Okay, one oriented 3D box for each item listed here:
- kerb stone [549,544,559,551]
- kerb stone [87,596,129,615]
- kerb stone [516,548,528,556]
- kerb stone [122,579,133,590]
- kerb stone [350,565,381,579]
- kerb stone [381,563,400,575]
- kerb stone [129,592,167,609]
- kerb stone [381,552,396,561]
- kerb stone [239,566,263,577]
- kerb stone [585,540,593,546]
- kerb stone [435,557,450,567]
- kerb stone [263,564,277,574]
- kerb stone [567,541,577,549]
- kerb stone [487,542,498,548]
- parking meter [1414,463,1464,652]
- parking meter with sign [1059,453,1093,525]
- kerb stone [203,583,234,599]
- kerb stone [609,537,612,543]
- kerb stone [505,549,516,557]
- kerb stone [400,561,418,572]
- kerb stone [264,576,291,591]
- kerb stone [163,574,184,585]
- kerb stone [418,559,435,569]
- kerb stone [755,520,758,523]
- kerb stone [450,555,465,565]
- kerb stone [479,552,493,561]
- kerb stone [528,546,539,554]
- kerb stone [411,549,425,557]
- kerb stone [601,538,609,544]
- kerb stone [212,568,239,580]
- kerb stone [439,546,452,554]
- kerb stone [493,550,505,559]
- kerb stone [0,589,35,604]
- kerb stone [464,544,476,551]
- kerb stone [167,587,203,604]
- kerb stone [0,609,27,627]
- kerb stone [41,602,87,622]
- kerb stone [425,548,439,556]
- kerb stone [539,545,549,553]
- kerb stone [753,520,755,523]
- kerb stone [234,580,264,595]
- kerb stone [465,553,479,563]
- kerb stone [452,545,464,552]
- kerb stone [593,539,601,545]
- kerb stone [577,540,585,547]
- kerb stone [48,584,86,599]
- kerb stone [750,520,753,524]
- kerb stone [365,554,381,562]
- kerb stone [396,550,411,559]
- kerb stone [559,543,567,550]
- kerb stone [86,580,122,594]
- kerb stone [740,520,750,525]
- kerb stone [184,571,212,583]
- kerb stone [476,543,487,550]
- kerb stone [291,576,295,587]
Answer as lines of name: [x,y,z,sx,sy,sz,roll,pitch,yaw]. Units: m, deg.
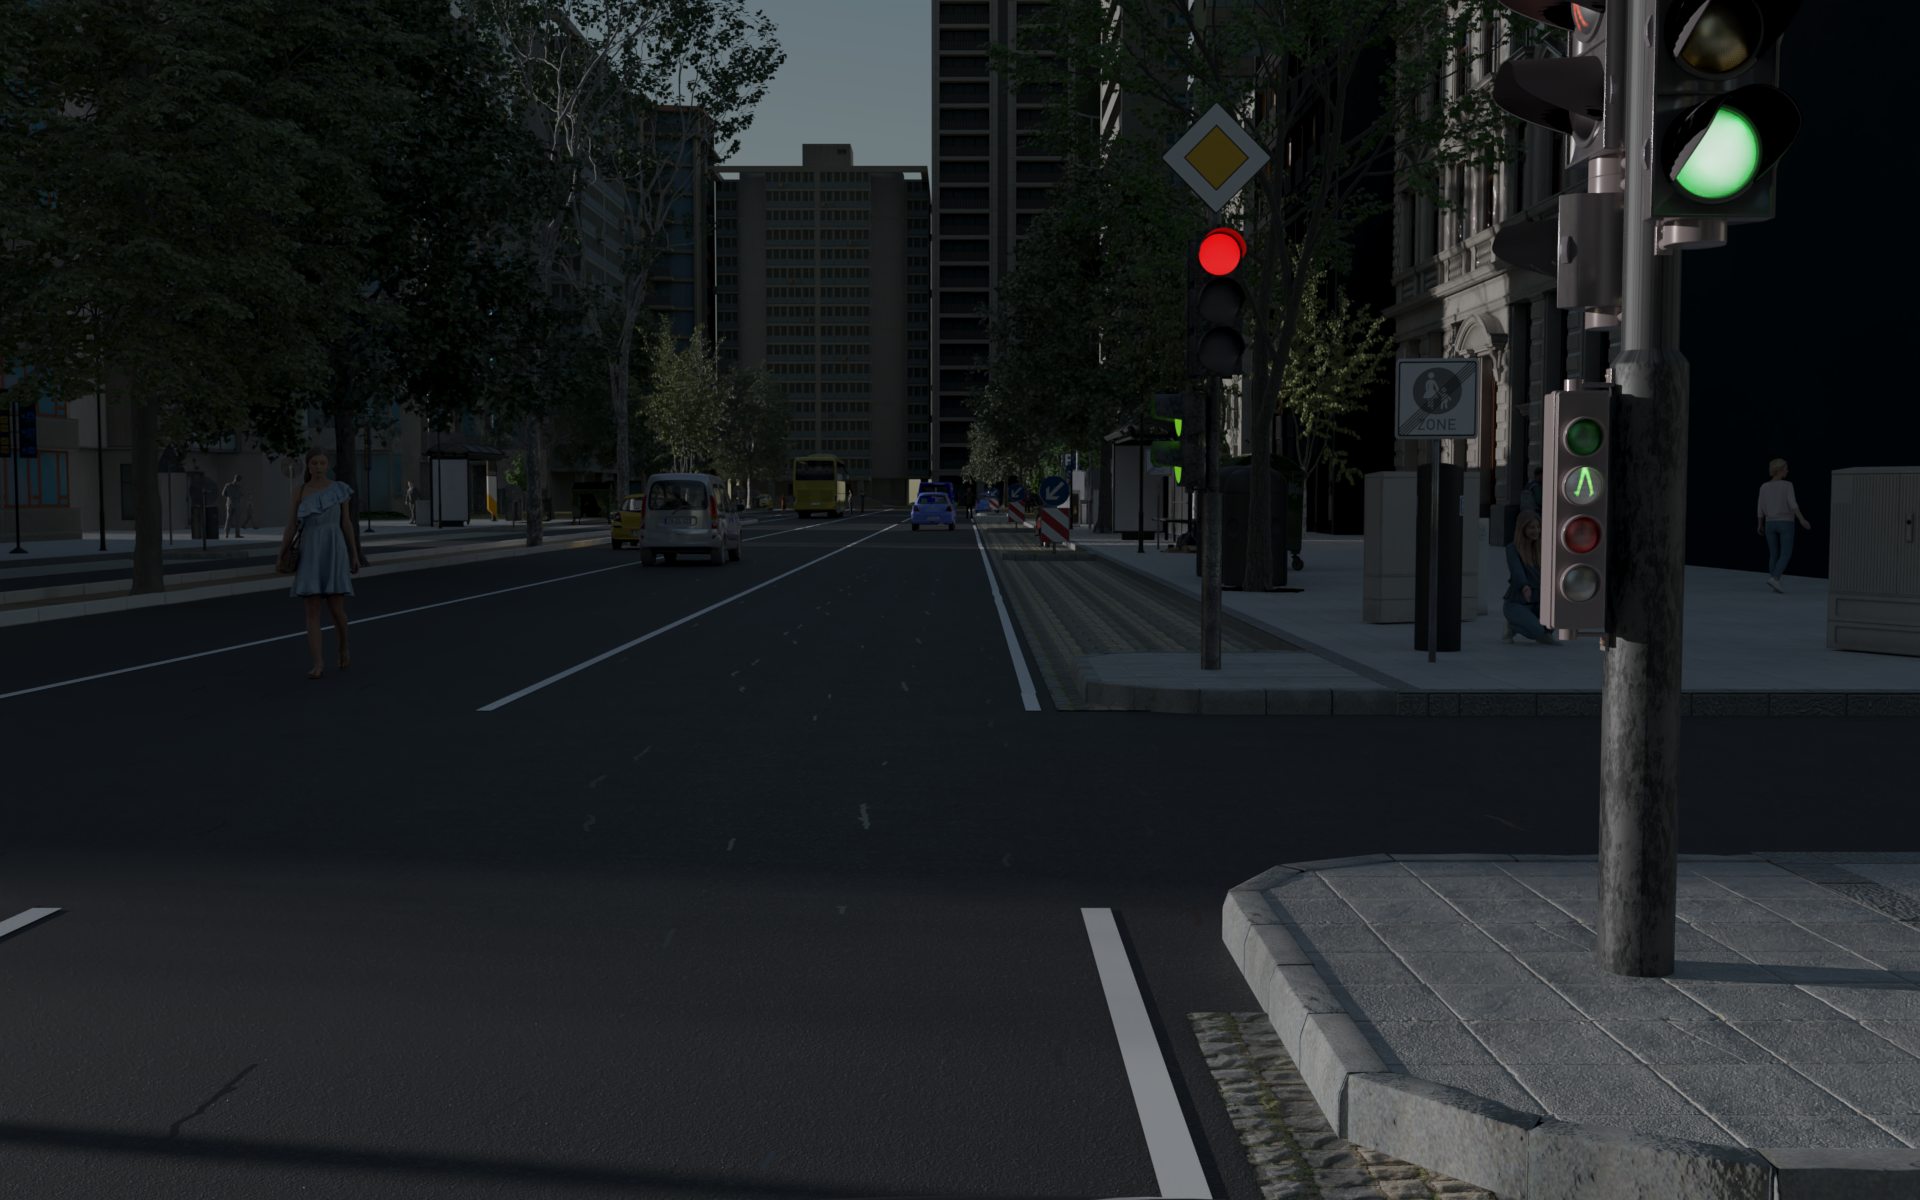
kerb stone: [-10.321,-1.301,43.485,0.120,0.150,1.000,0,4,0]
kerb stone: [-10.380,0.080,20.943,0.120,0.150,1.000,0,4,0]
kerb stone: [-10.320,-1.114,40.416,0.120,0.150,1.000,0,4,0]
kerb stone: [-12.463,-0.237,26.068,0.120,0.150,1.000,0,4,0]
kerb stone: [-10.352,-0.488,30.168,0.120,0.150,1.000,0,4,0]
kerb stone: [-10.355,-0.551,31.196,0.120,0.150,1.000,0,4,0]
kerb stone: [-10.381,0.014,21.965,0.120,0.150,1.000,0,4,0]
kerb stone: [-12.437,-0.927,37.349,0.120,0.150,1.000,0,4,0]
kerb stone: [-12.450,-0.488,30.168,0.120,0.150,1.000,0,4,0]
kerb stone: [-10.314,-1.553,47.587,0.120,0.150,1.000,0,4,0]
kerb stone: [-10.344,-0.738,34.270,0.120,0.150,1.000,0,4,0]
kerb stone: [-12.457,-0.548,31.192,0.120,0.150,1.000,0,4,0]
kerb stone: [-10.320,-1.427,45.531,0.120,0.150,1.000,0,4,0]
kerb stone: [-12.417,-1.426,45.554,0.120,0.150,1.000,0,4,0]
parking meter: [3.925,-0.354,14.194,0.372,1.533,0.369,0,3,0]
parking meter with sign: [5.221,-4.860,75.717,1.738,3.016,0.543,1,4,11]
kerb stone: [-10.371,-0.111,24.010,0.120,0.150,1.000,0,4,0]
kerb stone: [-10.319,-1.738,50.662,0.120,0.150,1.000,0,4,0]
kerb stone: [-10.337,-1.052,39.394,0.120,0.150,1.000,0,4,0]
kerb stone: [-10.353,-0.613,32.226,0.120,0.150,1.000,0,4,0]
kerb stone: [-10.361,-0.236,26.058,0.120,0.150,1.000,0,4,0]
kerb stone: [-12.472,-0.300,27.098,0.120,0.150,1.000,0,4,0]
kerb stone: [-10.347,-0.676,33.248,0.120,0.150,1.000,0,4,0]
kerb stone: [-10.220,-3.873,85.514,0.120,0.150,1.000,0,4,0]
kerb stone: [-10.335,-0.801,35.293,0.120,0.150,1.000,0,4,0]
kerb stone: [-10.334,-0.927,37.350,0.120,0.150,1.000,0,4,0]
kerb stone: [-10.325,-1.171,41.439,0.120,0.150,1.000,0,4,0]
kerb stone: [-12.436,-1.053,39.405,0.120,0.150,1.000,0,4,0]
kerb stone: [-10.306,-1.677,49.633,0.120,0.150,1.000,0,4,0]
kerb stone: [-12.452,-0.425,29.144,0.120,0.150,1.000,0,4,0]
kerb stone: [-12.427,-1.178,41.461,0.120,0.150,1.000,0,4,0]
kerb stone: [-10.338,-0.989,38.372,0.120,0.150,1.000,0,4,0]
kerb stone: [-12.470,-0.048,23.000,0.120,0.150,1.000,0,4,0]
kerb stone: [-12.424,-1.303,43.507,0.120,0.150,1.000,0,4,0]
kerb stone: [-10.366,-0.042,22.988,0.120,0.150,1.000,0,4,0]
kerb stone: [-10.383,0.202,18.893,0.120,0.150,1.000,0,4,0]
kerb stone: [-10.381,0.139,19.920,0.120,0.150,1.000,0,4,0]
kerb stone: [-12.433,-1.112,40.430,0.120,0.150,1.000,0,4,0]
kerb stone: [-10.329,-1.235,42.463,0.120,0.150,1.000,0,4,0]
kerb stone: [-10.224,-3.810,84.488,0.120,0.150,1.000,0,4,0]
kerb stone: [-10.365,-0.173,25.032,0.120,0.150,1.000,0,4,0]
kerb stone: [-10.343,-0.863,36.319,0.120,0.150,1.000,0,4,0]
kerb stone: [-12.434,-1.241,42.483,0.120,0.150,1.000,0,4,0]
kerb stone: [-10.311,-1.615,48.609,0.120,0.150,1.000,0,4,0]
kerb stone: [-10.321,-1.490,46.560,0.120,0.150,1.000,0,4,0]
kerb stone: [-12.473,-0.112,24.023,0.120,0.150,1.000,0,4,0]
kerb stone: [-10.229,-3.747,83.466,0.120,0.150,1.000,0,4,0]
kerb stone: [-12.438,-0.863,36.327,0.120,0.150,1.000,0,4,0]
kerb stone: [-12.434,-0.986,38.374,0.120,0.150,1.000,0,4,0]
kerb stone: [-10.328,-1.362,44.509,0.120,0.150,1.000,0,4,0]
kerb stone: [-12.462,-0.174,25.046,0.120,0.150,1.000,0,4,0]
kerb stone: [-10.234,-3.680,82.444,0.120,0.150,1.000,0,4,0]
kerb stone: [-12.463,-0.362,28.122,0.120,0.150,1.000,0,4,0]
kerb stone: [-12.424,-1.365,44.532,0.120,0.150,1.000,0,4,0]
kerb stone: [-10.369,-0.299,27.082,0.120,0.150,1.000,0,4,0]
